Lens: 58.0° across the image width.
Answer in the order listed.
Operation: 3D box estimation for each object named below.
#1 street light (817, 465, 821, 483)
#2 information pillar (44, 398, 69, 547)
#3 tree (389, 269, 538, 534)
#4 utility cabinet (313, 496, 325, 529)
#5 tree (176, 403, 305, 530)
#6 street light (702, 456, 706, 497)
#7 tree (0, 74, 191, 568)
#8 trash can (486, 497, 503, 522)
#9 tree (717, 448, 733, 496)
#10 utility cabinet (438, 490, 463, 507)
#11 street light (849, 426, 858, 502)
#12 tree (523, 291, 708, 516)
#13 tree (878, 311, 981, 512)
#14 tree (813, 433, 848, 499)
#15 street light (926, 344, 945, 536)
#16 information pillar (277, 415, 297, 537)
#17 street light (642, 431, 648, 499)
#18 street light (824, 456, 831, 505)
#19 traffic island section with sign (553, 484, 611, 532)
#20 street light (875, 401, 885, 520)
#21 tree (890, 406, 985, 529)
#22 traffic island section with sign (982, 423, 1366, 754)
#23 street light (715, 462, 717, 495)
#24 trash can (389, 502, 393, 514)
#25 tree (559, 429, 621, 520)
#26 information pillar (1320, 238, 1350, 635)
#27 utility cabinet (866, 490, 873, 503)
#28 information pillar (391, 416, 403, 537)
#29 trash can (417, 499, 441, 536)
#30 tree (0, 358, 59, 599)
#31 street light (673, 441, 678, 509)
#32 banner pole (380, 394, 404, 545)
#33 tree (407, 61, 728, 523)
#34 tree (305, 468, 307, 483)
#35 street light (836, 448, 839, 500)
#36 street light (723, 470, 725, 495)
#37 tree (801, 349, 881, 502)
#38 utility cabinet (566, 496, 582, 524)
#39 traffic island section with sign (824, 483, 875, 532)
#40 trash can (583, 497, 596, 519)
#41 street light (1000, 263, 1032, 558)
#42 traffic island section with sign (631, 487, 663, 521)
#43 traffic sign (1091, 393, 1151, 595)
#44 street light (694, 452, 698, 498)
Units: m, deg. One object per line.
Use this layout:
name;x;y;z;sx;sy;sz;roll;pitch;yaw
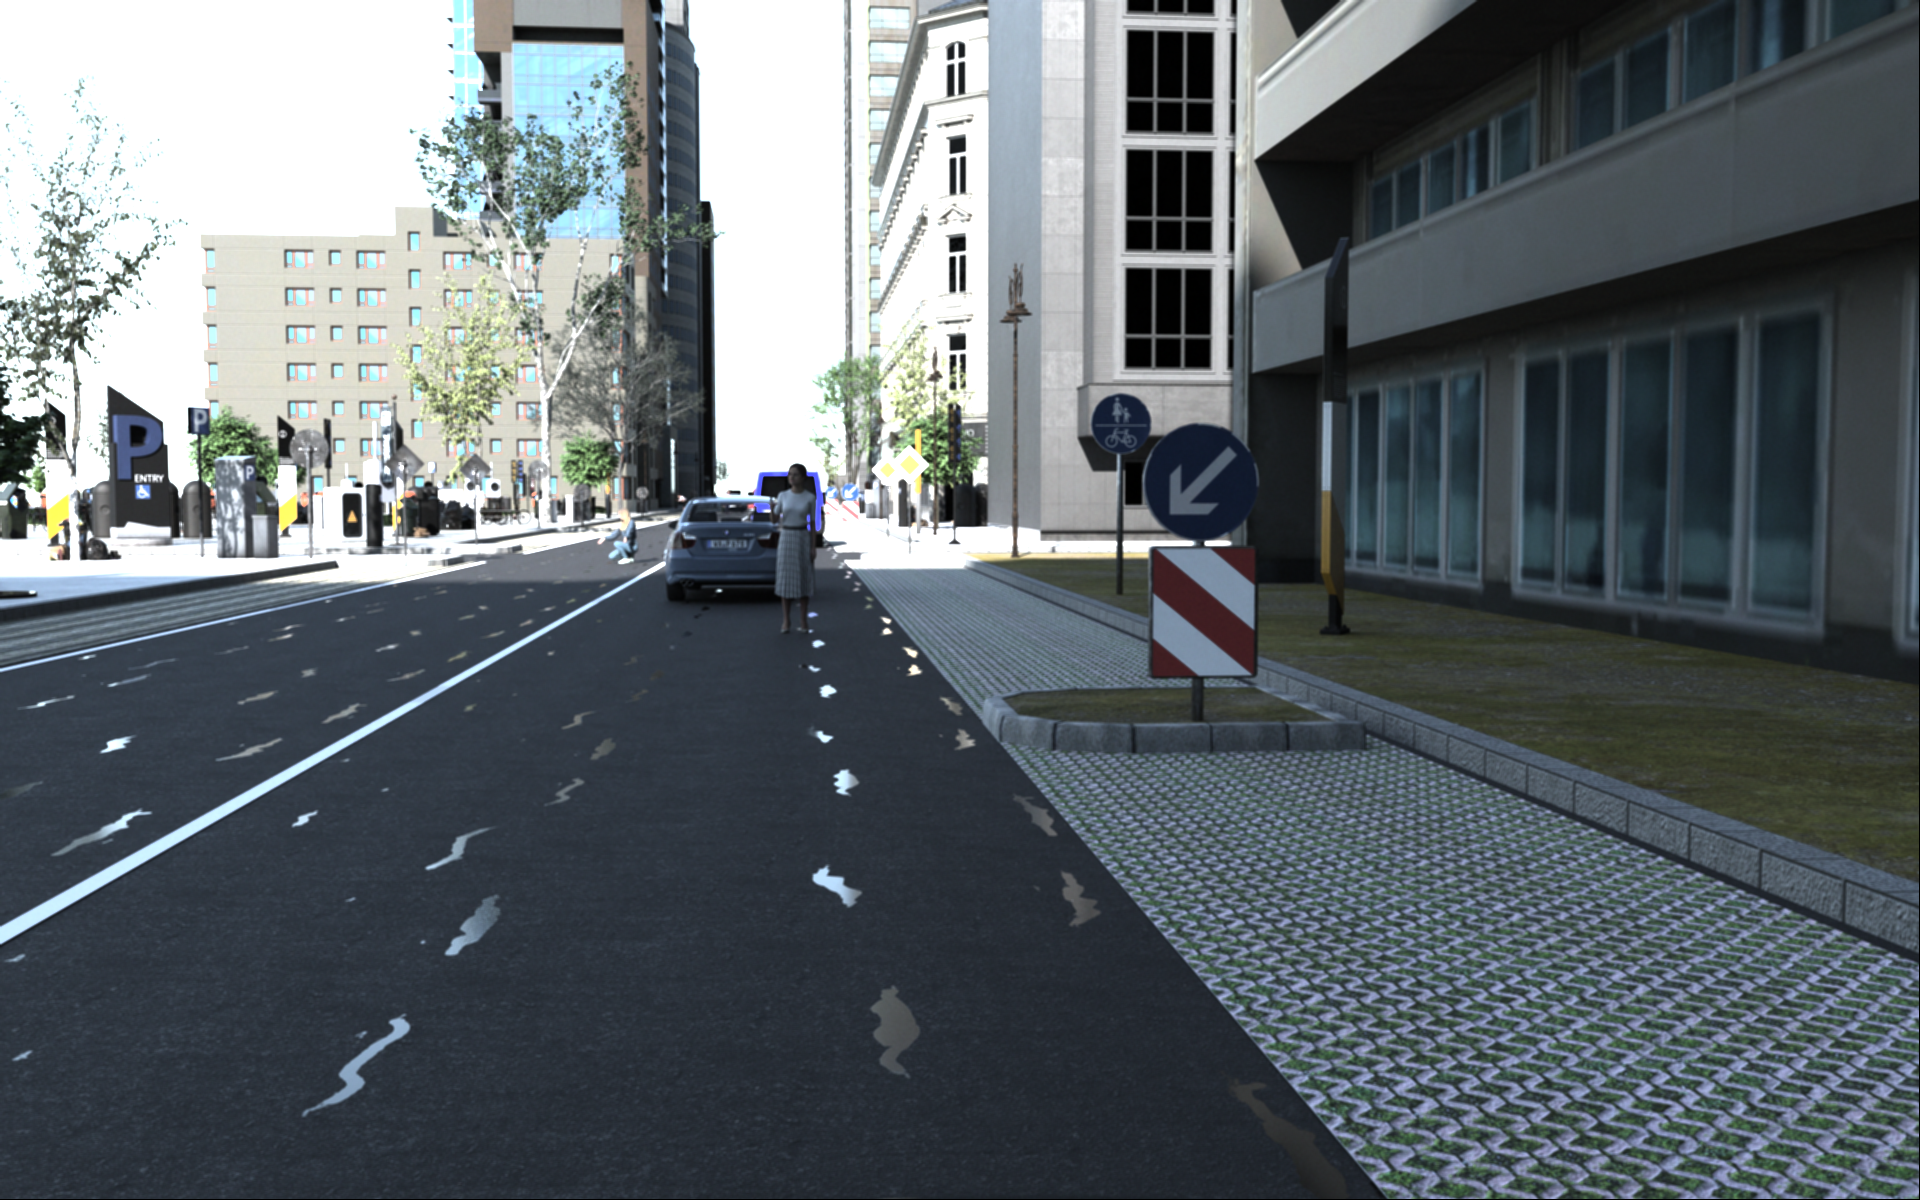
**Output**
street light;-19.687;-16.623;244.574;0.468;5.910;1.993;0;4;-6
information pillar;-22.036;-3.112;42.230;0.504;3.616;0.183;-2;4;-26
tree;-15.898;-6.464;56.047;4.737;8.622;4.395;0;3;0
utility cabinet;-23.342;-3.193;63.372;0.306;1.237;1.020;0;4;-3
tree;-26.447;-4.809;62.343;4.285;4.588;4.351;0;3;0
street light;-29.860;-14.035;202.267;0.468;5.910;1.993;0;4;-6
tree;-15.539;-4.850;29.663;4.360;8.622;3.978;0;3;0
trash can;-21.612;-4.207;80.433;0.748;1.137;0.748;0;3;0
tree;-37.655;-19.803;274.140;4.737;8.622;4.395;0;3;0
utility cabinet;-25.857;-4.851;87.989;1.173;1.500;0.318;-2;4;-32
street light;-7.148;-8.908;118.437;0.468;5.910;1.993;0;4;-6
tree;-20.126;-11.742;102.348;12.009;13.543;11.850;0;3;0
tree;-1.524;-7.289;69.531;4.737;8.622;4.395;0;3;0
tree;-15.371;-15.511;203.973;4.737;8.622;4.395;0;3;0
street light;-0.772;-4.932;53.424;0.468;5.910;1.993;0;4;-6
information pillar;-19.990;-3.675;51.440;0.504;3.616;0.183;-1;4;-12
street light;-21.624;-8.943;119.007;0.468;5.910;1.993;0;4;-6
street light;-14.701;-13.544;194.228;0.468;5.910;1.993;0;4;-6
traffic island section with sign;-14.248;-3.475;65.450;1.989;1.847;2.006;0;4;-6
street light;-3.926;-6.926;86.024;0.468;5.910;1.993;0;4;-6
tree;-0.892;-4.871;63.352;4.285;4.588;4.351;0;3;0
traffic island section with sign;1.172;-0.112;10.462;1.989;1.847;2.006;0;4;-6
street light;-33.021;-16.018;234.686;0.468;5.910;1.993;0;4;-6
trash can;-29.030;-4.730;88.984;0.748;1.137;0.748;0;3;0
tree;-18.630;-6.316;86.984;4.285;4.588;4.351;0;3;0
information pillar;3.411;-1.492;15.751;0.183;3.616;0.504;2;4;28
utility cabinet;-4.523;-5.093;91.942;0.318;1.500;1.173;2;4;35
information pillar;-16.949;-3.722;52.204;0.504;3.616;0.183;3;4;38
trash can;-16.392;-2.559;53.489;0.748;1.137;0.748;0;3;0
tree;-11.923;-1.638;21.380;1.663;3.219;1.824;0;3;0
street light;-24.848;-10.926;151.420;0.468;5.910;1.993;0;4;-6
banner pole;-14.374;-3.284;43.719;0.863;3.779;0.401;3;5;40
tree;-16.818;-13.404;75.045;12.611;20.169;13.585;0;3;0
tree;-39.784;-7.219;101.752;4.285;4.588;4.351;0;3;0
street light;-11.506;-11.561;161.812;0.468;5.910;1.993;0;4;-6
street light;-36.414;-18.021;267.436;0.468;5.910;1.993;0;4;-6
tree;-7.498;-12.086;123.361;9.928;11.665;9.643;0;3;0
utility cabinet;-16.879;-3.950;75.743;0.306;1.237;1.020;1;4;11
traffic island section with sign;-4.267;-3.467;65.319;1.989;1.847;2.006;0;4;-6
trash can;-19.245;-4.787;89.924;0.748;1.137;0.748;0;3;0
street light;1.115;-3.797;34.869;0.468;5.910;1.993;0;4;-6
traffic island section with sign;-16.932;-5.132;92.533;1.989;1.847;2.006;0;4;-6
traffic sign;2.038;-1.341;22.031;0.768;2.556;0.104;0;4;-1
street light;-28.082;-12.956;184.612;0.468;5.910;1.993;0;4;-6
